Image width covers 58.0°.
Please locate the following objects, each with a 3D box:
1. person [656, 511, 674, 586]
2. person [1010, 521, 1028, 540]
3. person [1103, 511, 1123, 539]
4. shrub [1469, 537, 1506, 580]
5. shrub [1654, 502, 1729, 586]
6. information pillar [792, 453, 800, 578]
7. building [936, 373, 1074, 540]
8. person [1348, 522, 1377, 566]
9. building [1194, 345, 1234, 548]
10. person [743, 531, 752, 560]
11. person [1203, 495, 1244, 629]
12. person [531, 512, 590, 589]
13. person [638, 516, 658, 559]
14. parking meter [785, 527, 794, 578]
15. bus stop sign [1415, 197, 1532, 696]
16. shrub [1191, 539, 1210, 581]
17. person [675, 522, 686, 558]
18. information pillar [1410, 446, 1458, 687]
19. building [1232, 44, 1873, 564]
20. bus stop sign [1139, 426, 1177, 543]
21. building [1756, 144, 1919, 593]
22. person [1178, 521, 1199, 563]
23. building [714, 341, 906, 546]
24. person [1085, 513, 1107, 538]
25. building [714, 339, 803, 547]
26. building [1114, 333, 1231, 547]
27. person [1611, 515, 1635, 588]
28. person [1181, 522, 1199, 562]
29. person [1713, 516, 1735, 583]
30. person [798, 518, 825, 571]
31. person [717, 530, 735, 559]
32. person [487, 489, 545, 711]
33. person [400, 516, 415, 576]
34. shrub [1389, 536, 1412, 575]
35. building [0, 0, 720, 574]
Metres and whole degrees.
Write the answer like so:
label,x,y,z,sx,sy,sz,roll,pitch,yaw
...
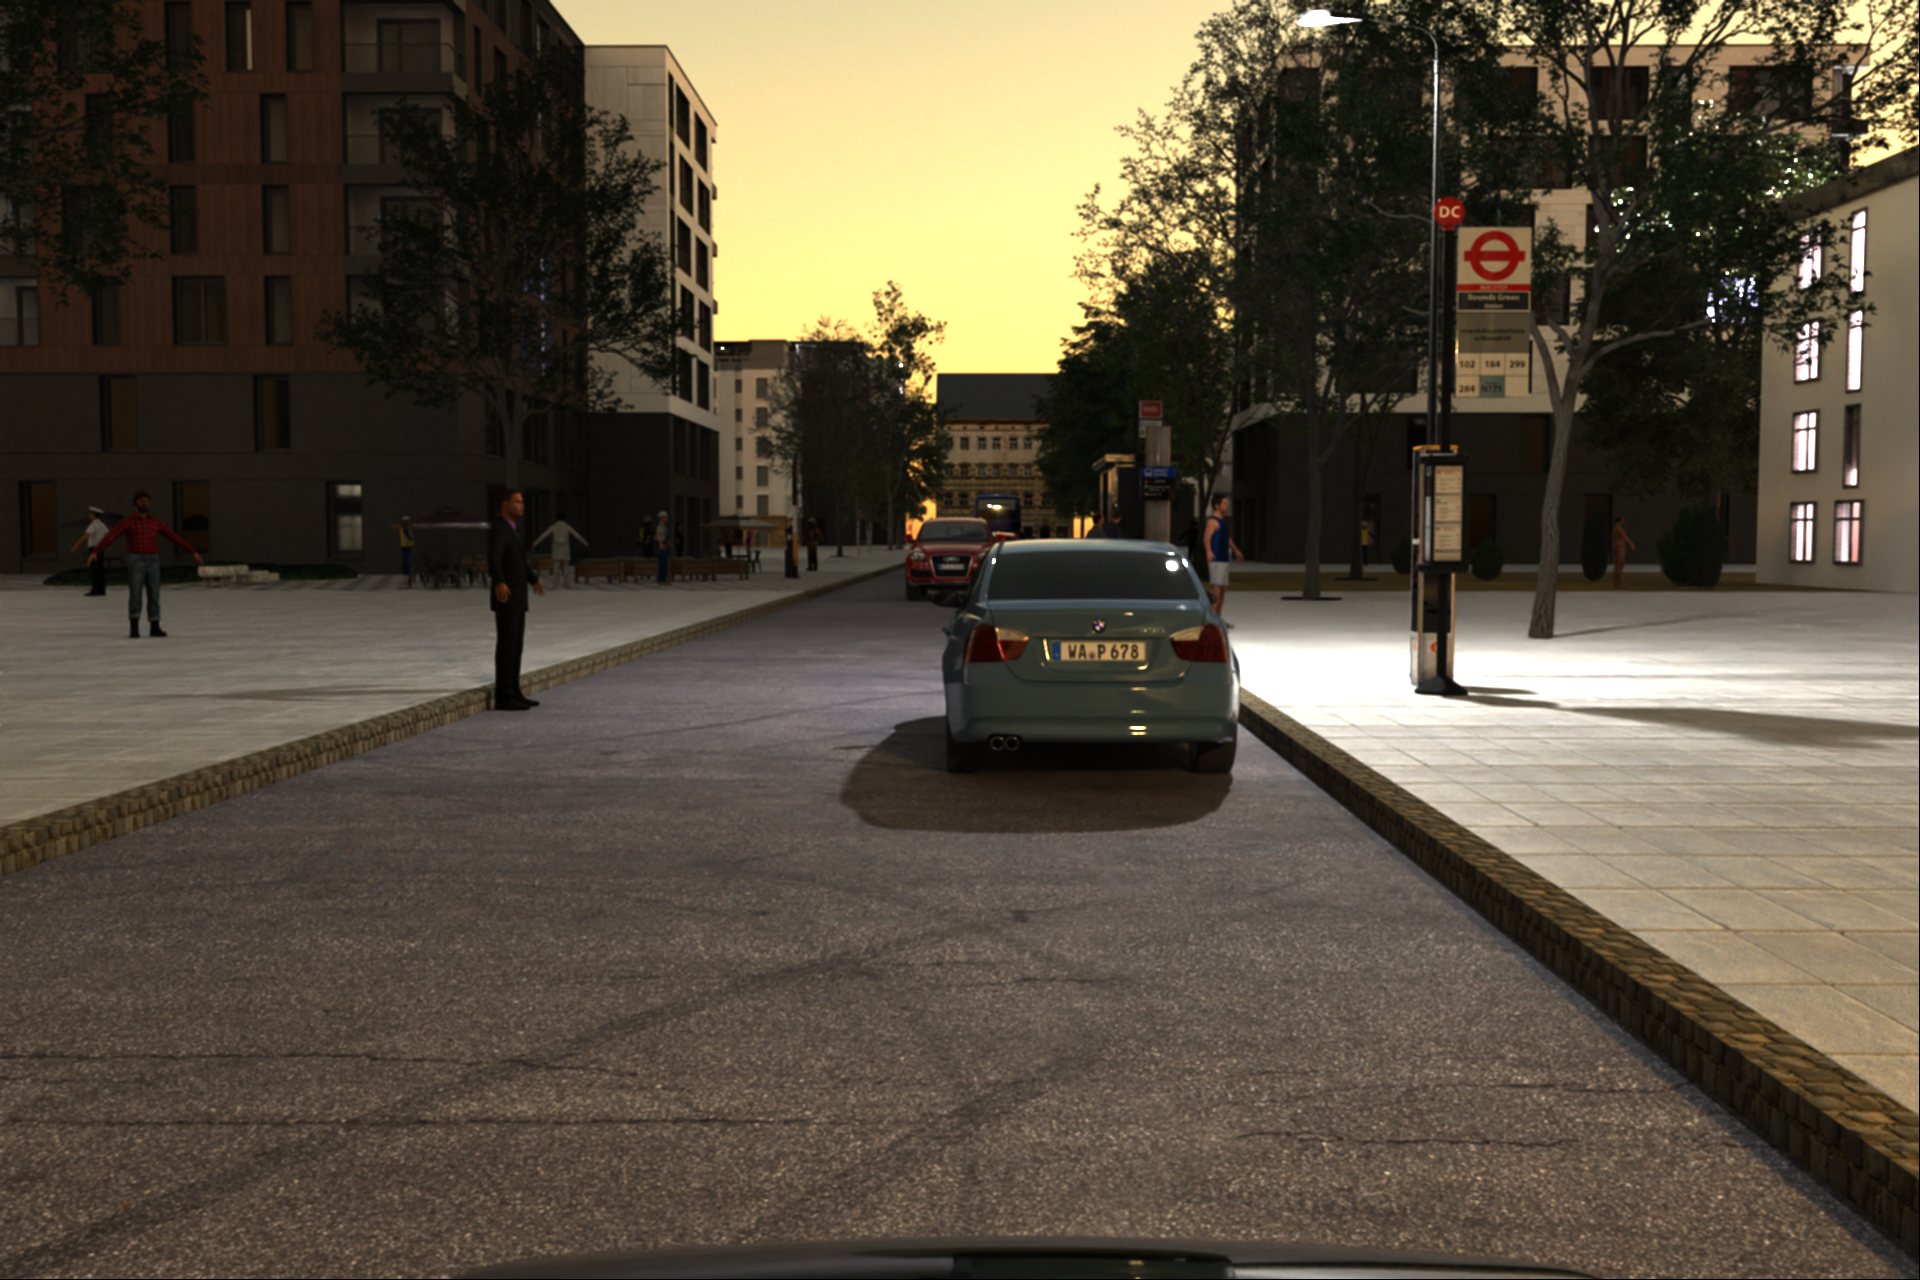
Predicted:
label,x,y,z,sx,sy,sz,roll,pitch,yaw
person,-7.385,-2.285,43.222,0.705,1.847,1.347,0,4,1
person,1.769,-2.779,54.036,1.345,1.843,0.704,1,4,22
person,3.315,-1.872,37.098,0.568,1.767,0.683,-3,4,-37
shrub,14.661,-2.266,48.160,1.383,1.207,1.383,0,3,0
shrub,18.163,-2.381,42.969,1.661,2.075,1.752,0,3,0
information pillar,-4.762,-3.592,50.082,0.183,3.616,0.504,0,4,3
building,5.914,-24.551,234.792,18.063,23.208,19.493,0,4,0
person,16.009,-3.817,68.873,1.216,1.772,0.721,0,4,-8
building,28.051,-19.088,168.506,16.016,20.090,11.380,0,4,1
person,-9.588,-4.214,78.160,0.599,1.433,0.991,-2,4,-25
person,3.509,-1.049,23.325,0.704,1.807,1.345,2,4,27
person,-9.363,-2.107,40.636,1.347,1.806,0.705,-1,4,-15
person,-9.948,-3.032,55.348,0.705,1.856,1.354,-3,5,-44
parking meter,-4.967,-2.605,50.999,0.372,1.533,0.369,0,3,0
bus stop sign,4.092,-1.536,13.811,0.855,3.939,0.416,0,4,2
shrub,6.736,-2.221,47.424,1.383,1.207,1.383,0,3,0
person,-10.540,-3.592,65.455,0.721,1.740,1.216,0,4,5
information pillar,3.981,-0.616,14.568,0.304,2.012,0.304,0,4,1
building,27.700,-14.989,89.044,27.936,21.610,32.646,0,4,1
bus stop sign,4.847,-3.271,42.497,0.837,3.901,0.837,0,4,2
building,25.012,-5.446,31.191,9.099,9.664,28.070,0,4,1
person,9.618,-3.999,71.566,1.347,1.806,0.705,2,4,27
building,-21.084,-21.769,199.897,27.936,21.610,32.646,0,4,2
person,2.407,-1.301,30.006,0.705,1.796,1.348,-2,4,-28
building,-21.871,-19.154,169.584,16.016,20.090,11.380,0,4,1
building,30.076,-21.315,192.473,27.936,21.610,32.646,0,4,1
person,15.693,-2.093,41.020,0.721,1.733,1.217,0,4,-1
person,9.960,-4.111,73.347,1.346,1.812,0.704,-2,4,-31
person,19.954,-2.426,45.791,0.704,1.817,1.347,-1,4,-13
person,-5.186,-3.356,60.636,1.354,1.858,0.705,3,5,39
person,-9.482,-3.952,70.750,0.705,1.813,1.348,1,4,22
person,-3.663,-0.337,14.196,0.704,1.802,1.346,0,4,-1
person,-17.135,-2.921,53.733,0.705,1.833,1.349,-2,4,-28
shrub,14.171,-2.685,55.009,1.383,1.207,1.383,0,3,0
building,-26.208,-13.873,70.793,27.936,21.610,32.646,0,4,1
